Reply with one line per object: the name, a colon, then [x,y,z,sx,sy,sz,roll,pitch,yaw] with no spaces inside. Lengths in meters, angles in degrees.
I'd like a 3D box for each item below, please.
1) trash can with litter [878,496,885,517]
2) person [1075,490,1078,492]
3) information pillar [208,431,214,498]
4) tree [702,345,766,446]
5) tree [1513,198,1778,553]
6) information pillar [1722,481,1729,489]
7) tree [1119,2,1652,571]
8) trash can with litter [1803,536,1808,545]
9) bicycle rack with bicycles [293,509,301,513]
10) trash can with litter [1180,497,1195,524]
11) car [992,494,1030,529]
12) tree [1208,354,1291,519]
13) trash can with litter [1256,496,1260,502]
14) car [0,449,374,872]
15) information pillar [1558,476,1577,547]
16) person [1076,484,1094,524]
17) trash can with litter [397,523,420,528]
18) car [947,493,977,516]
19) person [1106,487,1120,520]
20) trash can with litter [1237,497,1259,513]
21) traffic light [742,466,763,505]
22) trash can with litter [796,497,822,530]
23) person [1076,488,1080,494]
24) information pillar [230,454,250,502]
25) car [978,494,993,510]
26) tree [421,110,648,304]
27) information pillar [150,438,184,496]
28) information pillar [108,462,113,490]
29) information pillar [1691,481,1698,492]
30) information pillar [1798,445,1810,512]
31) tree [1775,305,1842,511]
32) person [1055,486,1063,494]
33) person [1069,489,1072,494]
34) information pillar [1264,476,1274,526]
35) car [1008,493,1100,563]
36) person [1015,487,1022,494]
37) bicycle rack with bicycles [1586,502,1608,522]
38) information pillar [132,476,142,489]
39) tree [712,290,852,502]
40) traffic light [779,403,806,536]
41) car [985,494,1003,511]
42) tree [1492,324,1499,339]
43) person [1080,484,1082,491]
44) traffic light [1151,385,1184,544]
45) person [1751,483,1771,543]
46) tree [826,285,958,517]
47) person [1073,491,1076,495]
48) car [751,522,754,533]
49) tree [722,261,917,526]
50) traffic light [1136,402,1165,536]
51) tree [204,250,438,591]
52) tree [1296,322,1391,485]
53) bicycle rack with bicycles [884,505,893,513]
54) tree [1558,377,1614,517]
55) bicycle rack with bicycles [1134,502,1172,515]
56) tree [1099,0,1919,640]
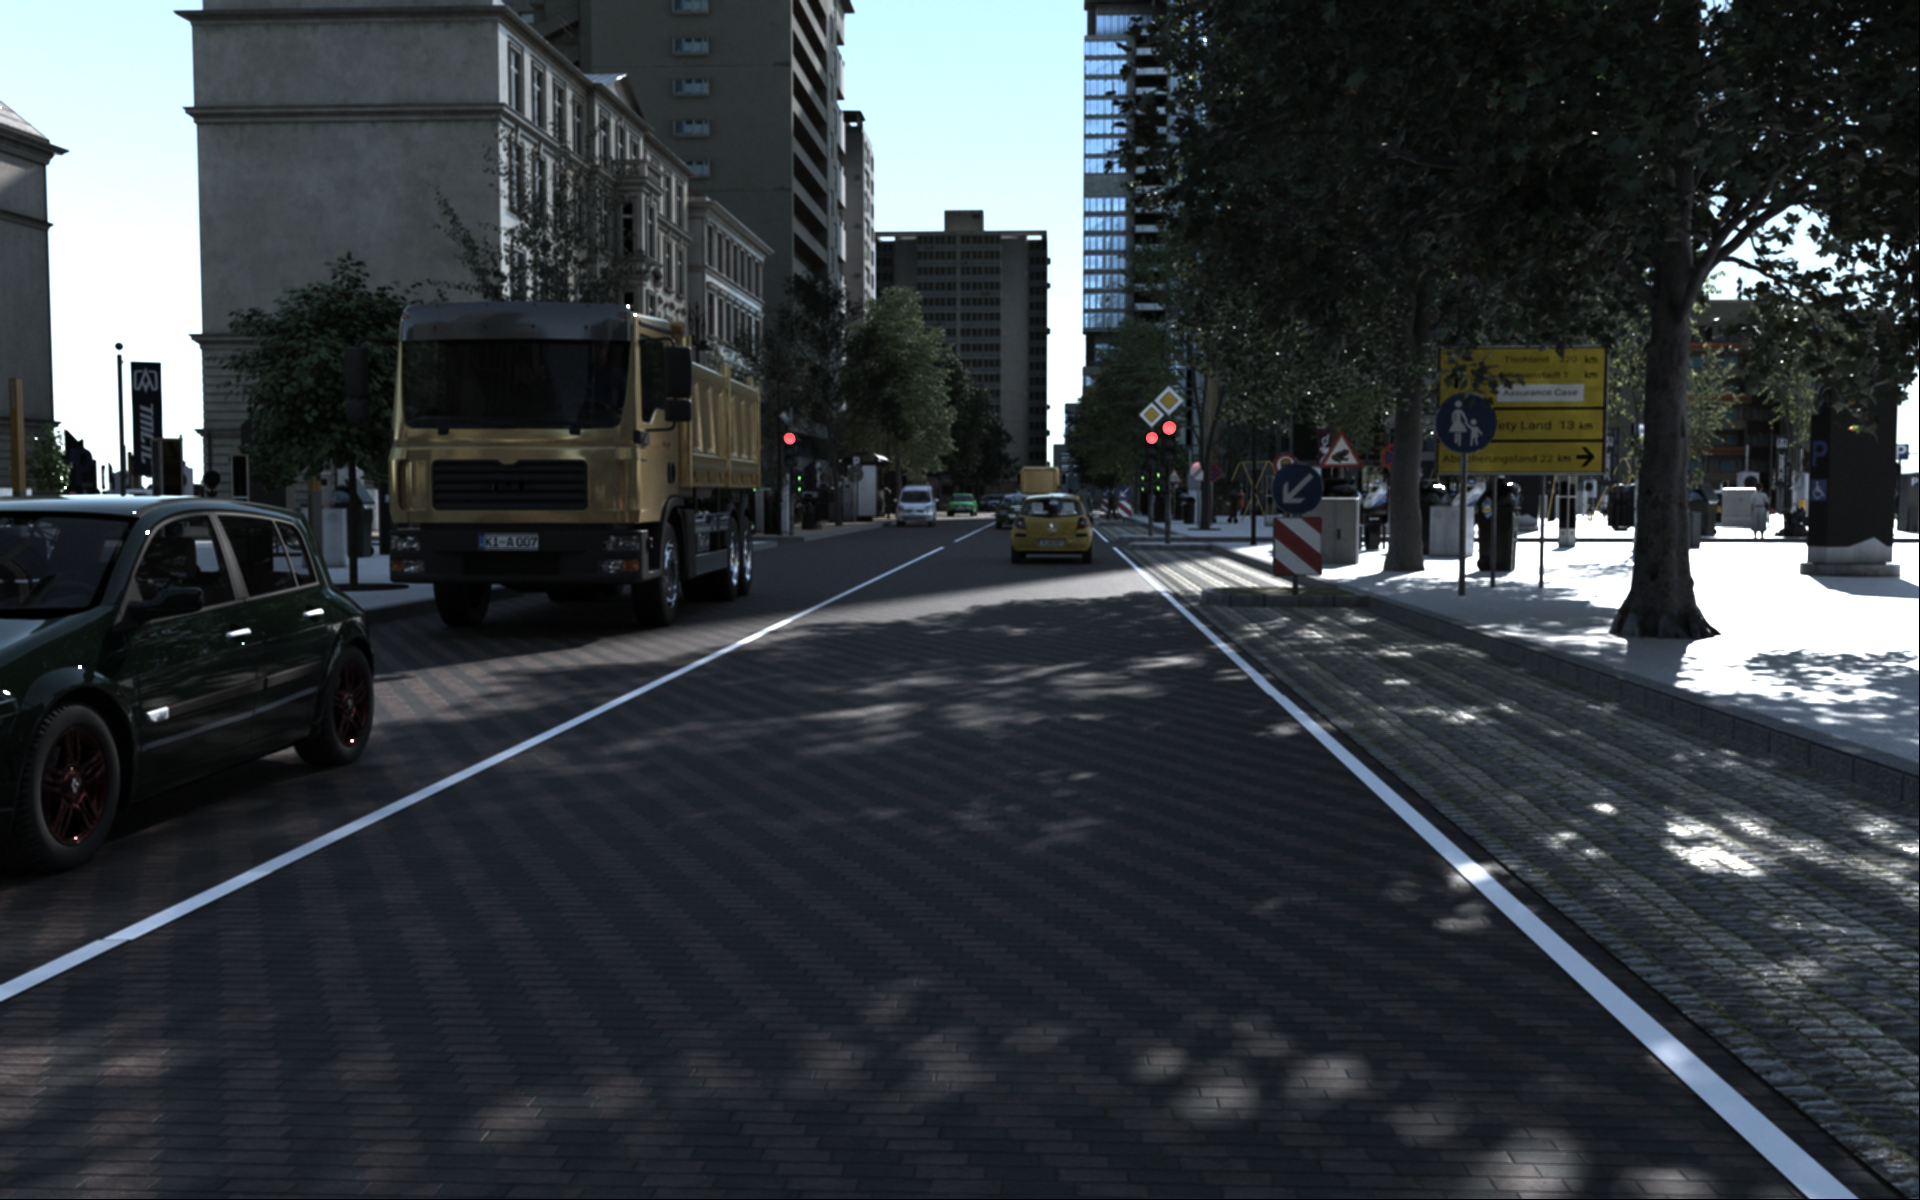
trash can with litter: [-4.452,-5.235,96.972,0.624,1.170,1.055,-2,4,-23]
person: [10.093,-8.655,150.014,0.705,1.822,1.348,1,4,14]
information pillar: [-27.971,-4.486,64.696,0.183,3.616,0.504,-1,4,-15]
tree: [-11.371,-8.278,85.710,4.737,8.622,4.395,0,3,0]
tree: [14.414,-5.314,37.246,4.360,8.622,3.978,0,3,0]
information pillar: [42.234,-5.574,95.620,0.304,2.012,0.304,2,4,27]
tree: [7.565,-7.463,28.683,9.857,13.997,8.962,0,3,0]
trash can with litter: [21.437,-1.938,43.070,0.624,1.170,1.055,-1,4,-17]
bicycle rack with bicycles: [-15.924,-1.653,40.417,2.925,0.926,2.852,-1,4,-10]
trash can with litter: [9.829,-3.869,74.644,0.624,1.170,1.055,1,4,9]
car: [2.399,-3.707,72.400,2.131,1.459,4.920,0,4,1]
tree: [14.987,-8.467,88.805,4.360,8.622,3.978,0,3,0]
trash can with litter: [18.407,-5.997,109.432,1.055,1.170,0.624,1,4,16]
car: [-4.140,0.119,7.848,2.009,1.686,4.222,0,4,3]
information pillar: [14.652,-2.279,41.752,0.304,2.012,0.304,-2,4,-30]
person: [4.536,-3.328,63.011,0.694,1.812,0.767,1,4,11]
trash can with litter: [-20.685,-3.283,65.064,1.055,1.170,0.624,-1,4,-11]
car: [0.149,-6.389,113.262,1.959,1.807,4.718,0,4,4]
person: [8.523,-5.395,96.492,0.755,1.850,0.659,1,4,14]
trash can with litter: [19.678,-6.464,116.737,1.678,1.210,2.233,-3,5,-43]
traffic light: [-5.622,-3.456,45.424,0.839,4.253,0.868,0,4,3]
trash can with litter: [-5.449,-3.144,62.798,0.624,1.170,1.055,2,4,24]
person: [7.751,-6.348,111.659,0.648,1.900,0.474,-3,5,-40]
information pillar: [-13.237,-1.675,31.878,0.304,2.012,0.304,-1,4,-21]
car: [2.706,-8.698,154.009,2.131,1.459,4.920,0,4,4]
tree: [-7.803,-5.040,32.772,4.360,8.622,3.978,0,3,0]
information pillar: [-10.442,-1.123,22.860,0.304,2.012,0.304,3,5,44]
information pillar: [-61.758,-8.233,125.957,0.183,3.616,0.504,0,4,-1]
information pillar: [41.222,-5.672,97.237,0.304,2.012,0.304,1,4,21]
information pillar: [40.300,-5.591,82.772,0.504,3.616,0.183,0,4,7]
tree: [27.428,-6.485,56.400,4.360,8.622,3.978,0,3,0]
person: [4.794,-4.626,84.164,0.581,1.822,0.654,0,4,6]
person: [9.287,-8.437,146.076,0.705,1.869,1.348,2,4,32]
information pillar: [12.246,-3.922,68.609,0.304,2.012,0.304,0,4,-4]
car: [2.009,-1.655,37.286,2.015,1.641,3.980,0,4,4]
person: [3.340,-5.559,99.259,0.638,1.841,0.748,-2,4,-23]
bicycle rack with bicycles: [30.322,-4.095,80.337,2.852,0.926,2.925,1,4,17]
information pillar: [-31.116,-3.733,65.520,0.304,2.012,0.304,-1,4,-15]
tree: [-6.435,-6.829,62.009,4.360,8.622,3.978,0,3,0]
traffic light: [-5.184,-3.943,53.397,0.839,4.253,0.868,0,4,3]
car: [3.124,-8.156,145.349,2.014,1.417,4.499,0,4,2]
tree: [20.182,-7.015,65.056,4.360,8.622,3.978,0,3,0]
person: [4.806,-3.751,69.682,0.795,1.843,0.661,1,4,16]
traffic light: [5.373,-3.420,44.838,0.839,4.253,0.868,0,4,3]
person: [22.573,-2.432,48.827,0.480,1.755,0.524,2,4,35]
tree: [-3.757,-10.800,94.706,7.486,12.596,7.792,0,3,0]
person: [12.324,-10.949,187.971,0.568,1.767,0.683,-1,4,-13]
car: [-8.307,-2.514,49.902,4.718,1.807,1.959,0,4,3]
tree: [-5.176,-8.270,69.629,7.601,10.594,8.767,2,4,26]
traffic light: [5.811,-3.908,52.811,0.839,4.253,0.868,0,4,3]
tree: [-8.330,-2.428,23.405,4.285,4.588,4.351,0,3,0]
tree: [16.397,-7.493,72.880,4.737,8.622,4.395,0,3,0]
bicycle rack with bicycles: [-5.411,-5.773,107.777,2.852,0.926,2.925,-3,5,-40]
tree: [35.072,-9.004,97.577,4.737,8.622,4.395,0,3,0]
bicycle rack with bicycles: [12.284,-5.799,108.195,2.925,0.926,2.852,-1,4,-12]
tree: [6.374,-6.013,15.318,9.611,12.733,9.660,0,3,0]
